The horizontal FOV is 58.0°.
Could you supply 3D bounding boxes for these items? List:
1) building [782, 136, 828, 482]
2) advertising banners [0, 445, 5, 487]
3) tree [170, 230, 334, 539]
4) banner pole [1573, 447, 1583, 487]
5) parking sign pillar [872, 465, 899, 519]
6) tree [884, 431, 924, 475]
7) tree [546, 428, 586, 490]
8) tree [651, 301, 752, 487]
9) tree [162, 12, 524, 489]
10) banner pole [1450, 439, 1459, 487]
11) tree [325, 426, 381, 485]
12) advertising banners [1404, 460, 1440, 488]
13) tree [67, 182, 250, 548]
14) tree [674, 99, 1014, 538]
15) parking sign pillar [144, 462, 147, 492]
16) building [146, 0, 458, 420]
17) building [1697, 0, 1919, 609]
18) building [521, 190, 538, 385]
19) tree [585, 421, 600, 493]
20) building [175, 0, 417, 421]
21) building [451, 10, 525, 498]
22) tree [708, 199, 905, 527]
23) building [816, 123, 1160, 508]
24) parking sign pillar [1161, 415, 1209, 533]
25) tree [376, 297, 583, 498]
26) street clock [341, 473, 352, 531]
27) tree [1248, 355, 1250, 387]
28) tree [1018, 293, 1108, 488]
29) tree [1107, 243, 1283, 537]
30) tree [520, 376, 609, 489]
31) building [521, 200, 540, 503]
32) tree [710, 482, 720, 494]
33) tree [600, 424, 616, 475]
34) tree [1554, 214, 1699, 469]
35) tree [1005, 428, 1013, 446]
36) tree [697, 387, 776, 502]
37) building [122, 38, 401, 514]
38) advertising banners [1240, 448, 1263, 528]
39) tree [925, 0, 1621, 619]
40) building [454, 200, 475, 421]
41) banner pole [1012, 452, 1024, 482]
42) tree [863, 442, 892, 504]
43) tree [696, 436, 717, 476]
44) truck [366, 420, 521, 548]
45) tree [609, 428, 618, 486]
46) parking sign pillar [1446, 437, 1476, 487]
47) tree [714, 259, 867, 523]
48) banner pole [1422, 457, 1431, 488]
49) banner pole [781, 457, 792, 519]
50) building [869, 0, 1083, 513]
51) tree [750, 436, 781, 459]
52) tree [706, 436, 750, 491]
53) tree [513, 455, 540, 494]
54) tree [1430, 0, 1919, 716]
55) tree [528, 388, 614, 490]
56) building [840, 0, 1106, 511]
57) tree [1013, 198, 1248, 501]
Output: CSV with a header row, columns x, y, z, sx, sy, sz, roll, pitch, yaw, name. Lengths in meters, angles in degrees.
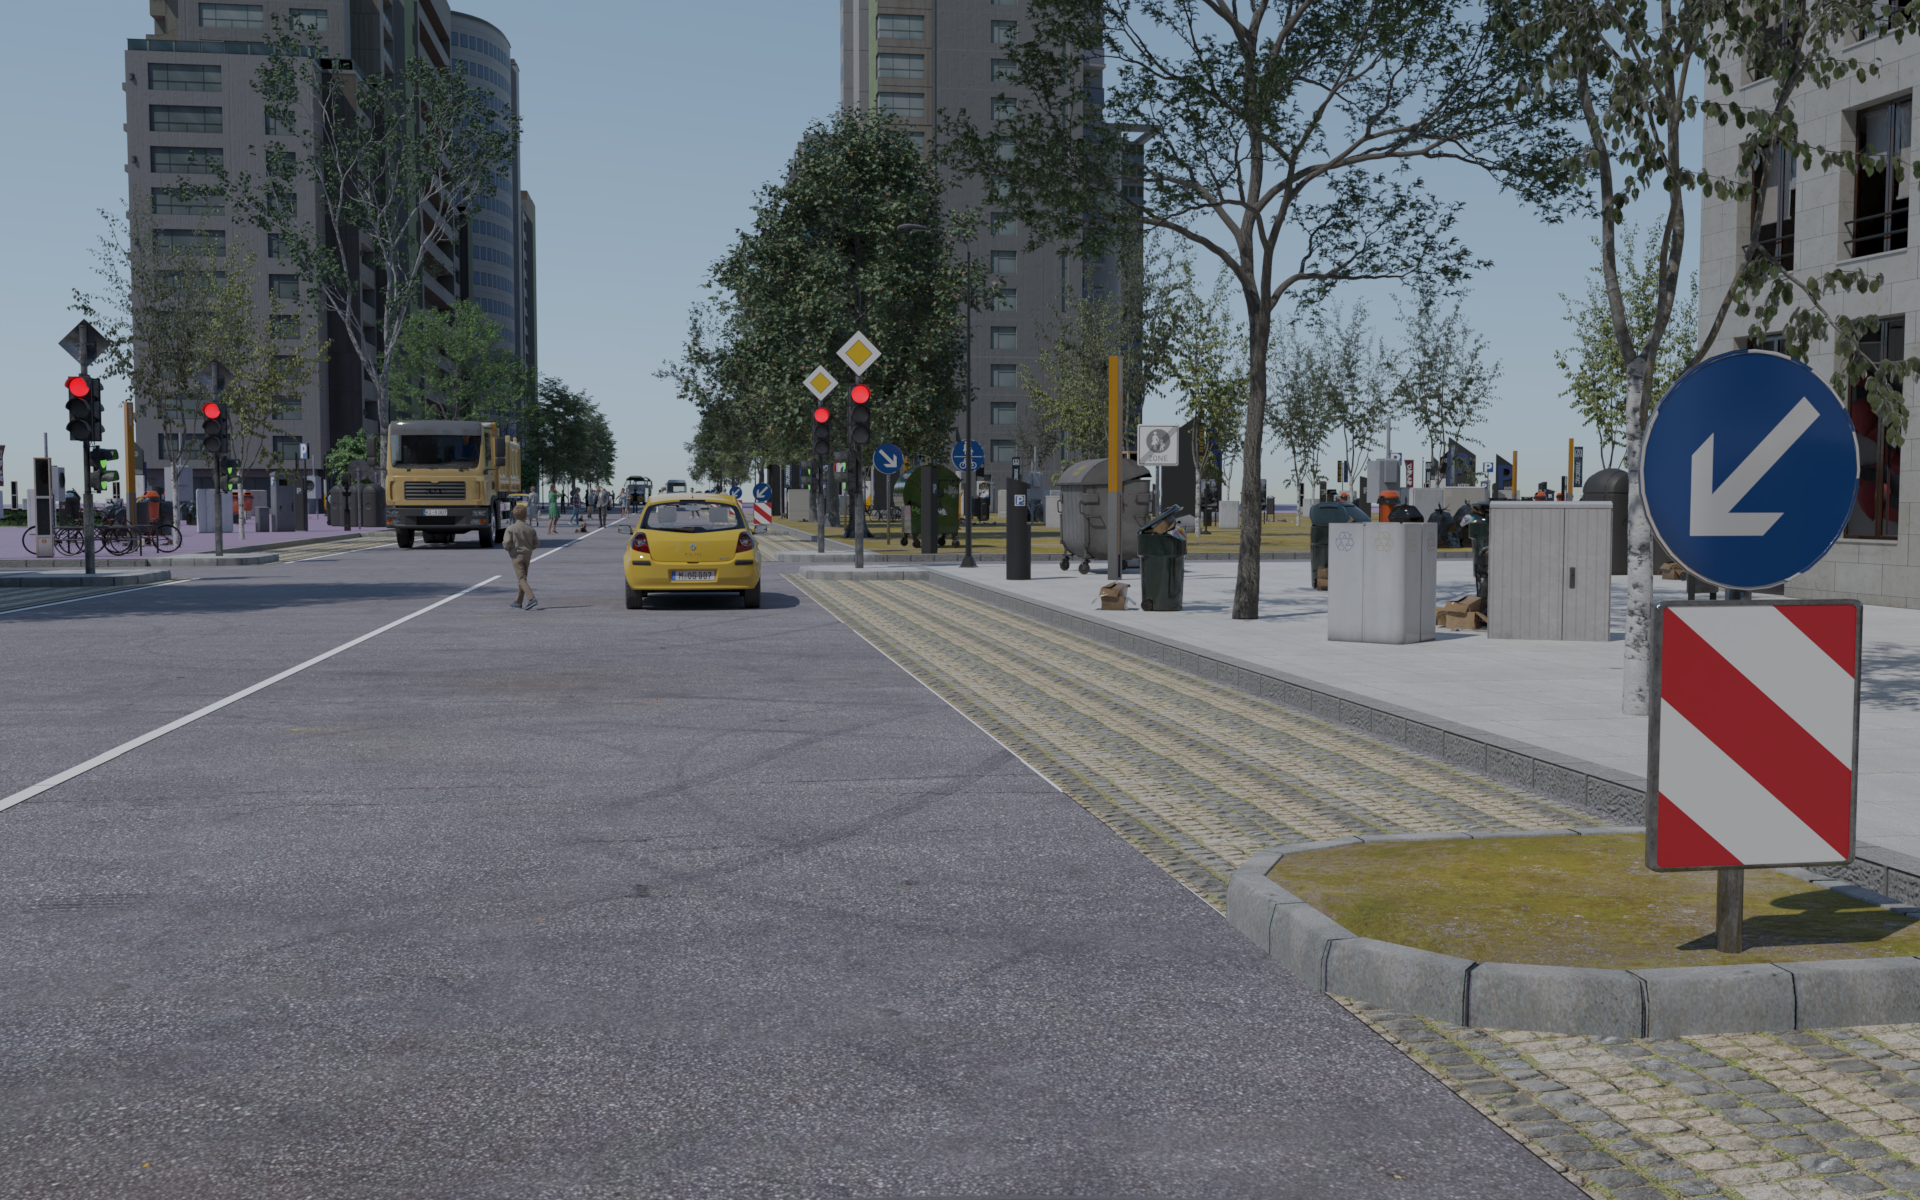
x,y,z,sx,sy,sz,roll,pitch,yaw,name
-12.306,-37.516,232.993,23.786,49.044,30.456,-1,4,-9,building
-34.246,-3.941,60.628,0.090,3.025,2.074,1,4,20,advertising banners
-20.103,-6.007,48.570,4.737,8.622,4.395,0,3,0,tree
28.452,-5.513,80.150,0.863,3.779,0.401,-1,4,-12,banner pole
-3.802,-6.163,89.242,1.447,3.967,1.447,-1,4,-12,parking sign pillar
-3.546,-9.864,111.642,4.737,8.622,4.395,0,3,0,tree
-40.404,-13.844,176.716,4.360,8.622,3.978,0,3,0,tree
-23.856,-19.315,171.681,12.611,20.169,13.585,0,3,0,tree
-24.712,-13.102,70.112,12.611,20.169,13.585,0,3,0,tree
22.123,-5.352,77.523,0.401,3.779,0.863,3,5,41,banner pole
-28.914,-6.119,83.765,4.285,4.588,4.351,0,3,0,tree
23.531,-5.615,87.999,2.074,3.025,0.090,0,4,-7,advertising banners
-18.734,-5.546,41.043,4.360,8.622,3.978,0,3,0,tree
-3.073,-8.177,50.697,9.611,12.733,9.660,0,3,0,tree
-49.341,-7.090,104.400,1.447,3.967,1.447,-2,4,-31,parking sign pillar
-54.760,-31.908,145.390,21.300,48.544,21.600,-1,4,-9,building
16.398,-9.827,15.427,10.420,20.320,16.860,-1,4,-9,building
-67.965,-36.523,247.254,14.600,45.320,14.200,-1,4,-9,building
-31.923,-11.891,120.167,9.928,11.665,9.643,0,3,0,tree
-48.486,-27.217,128.590,14.154,41.232,14.086,-1,4,-9,building
-65.314,-40.908,210.841,21.231,58.520,28.212,-1,4,-9,building
-4.999,-9.825,67.294,9.857,13.997,8.962,0,3,0,tree
1.222,-29.310,171.094,32.217,40.220,23.993,-1,4,-9,building
7.358,-4.231,57.652,1.447,3.967,1.447,0,4,0,parking sign pillar
-26.801,-10.090,90.722,9.928,11.665,9.643,0,3,0,tree
-21.288,-3.399,60.142,0.358,2.002,0.471,0,4,-6,street clock
13.507,-7.284,69.463,4.360,8.622,3.978,0,3,0,tree
4.482,-6.862,62.561,4.737,8.622,4.395,0,3,0,tree
7.366,-6.195,51.657,4.737,8.622,4.395,0,3,0,tree
-38.965,-15.250,167.460,7.486,12.596,7.792,0,3,0,tree
-64.548,-33.596,232.883,14.154,41.232,14.086,-1,4,-9,building
-34.248,-15.296,244.687,1.663,3.219,1.824,0,3,0,tree
-50.510,-18.975,235.993,9.928,11.665,9.643,0,3,0,tree
18.280,-5.816,45.453,4.737,8.622,4.395,0,3,0,tree
5.062,-9.857,111.520,4.360,8.622,3.978,0,3,0,tree
-13.811,-11.239,118.168,8.767,10.594,7.601,0,4,-4,tree
-45.578,-20.983,114.773,14.160,30.474,14.107,-1,4,-9,building
10.918,-4.194,64.764,0.090,3.025,2.074,2,4,32,advertising banners
3.277,-5.085,17.559,7.601,10.594,8.767,-1,4,-13,tree
-54.101,-24.035,164.677,14.160,30.474,14.107,-1,4,-9,building
3.504,-6.937,103.436,0.863,3.779,0.401,0,4,-7,banner pole
-5.127,-8.886,95.644,4.360,8.622,3.978,0,3,0,tree
-35.847,-20.247,256.789,9.928,11.665,9.643,0,3,0,tree
-14.017,-3.198,48.211,3.469,3.379,9.791,-1,4,-9,truck
-54.189,-20.770,257.709,7.486,12.596,7.792,0,3,0,tree
23.502,-5.678,81.302,1.447,3.967,1.447,3,4,37,parking sign pillar
-6.957,-9.749,77.525,7.486,12.596,7.792,0,3,0,tree
31.536,-7.778,117.186,0.863,3.779,0.401,0,3,0,banner pole
-8.872,-5.989,87.942,0.863,3.779,0.401,2,4,29,banner pole
0.407,-26.823,122.146,14.154,41.232,14.086,-1,4,-9,building
-11.572,-9.722,109.313,4.737,8.622,4.395,0,3,0,tree
-20.117,-12.505,154.813,4.360,8.622,3.978,0,3,0,tree
-35.899,-9.662,141.688,4.285,4.588,4.351,0,3,0,tree
3.897,-3.623,9.592,4.360,8.622,3.978,0,3,0,tree
-46.232,-18.336,206.444,9.857,13.997,8.962,0,3,0,tree
0.634,-36.800,143.680,21.231,58.520,28.212,-1,4,-9,building
3.990,-5.583,41.653,4.360,8.622,3.978,0,3,0,tree
